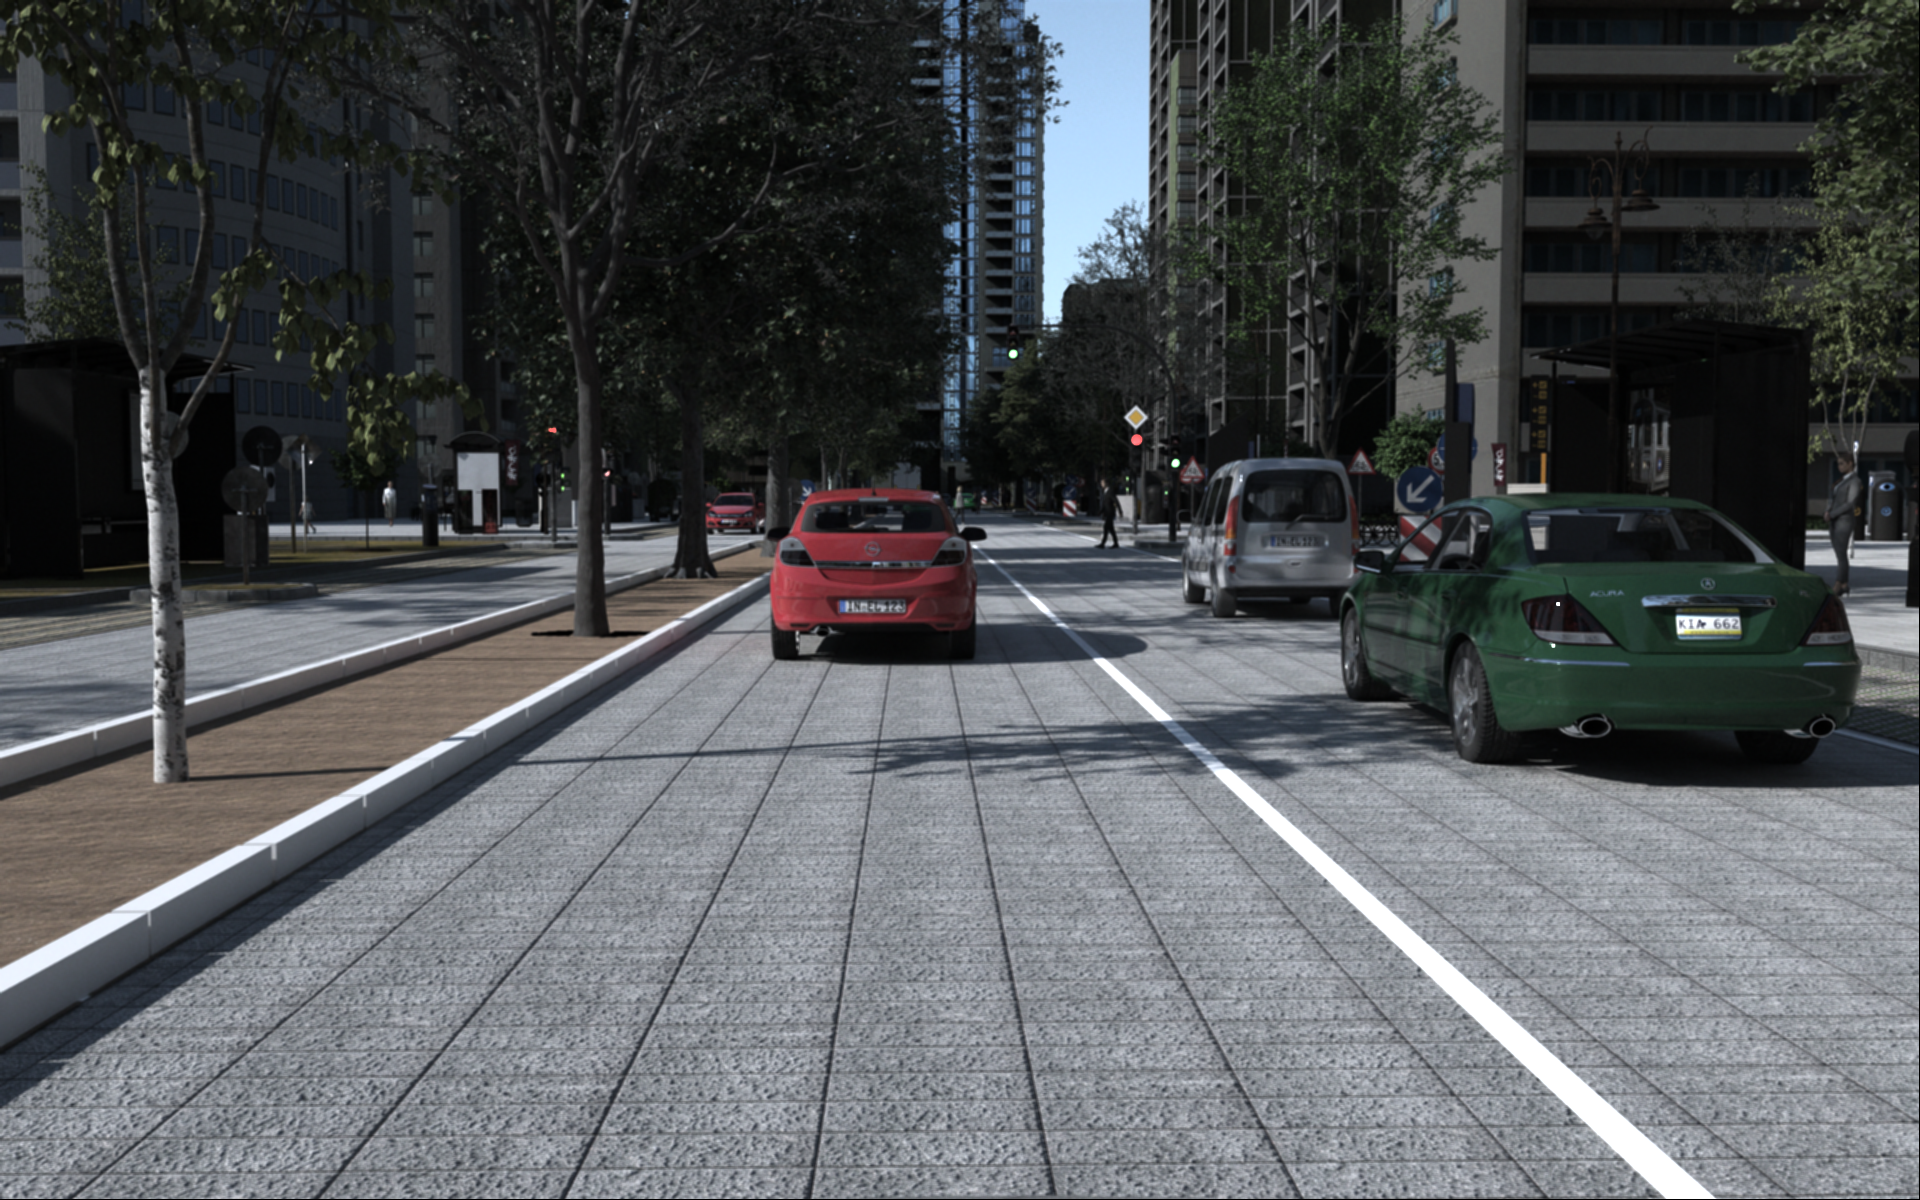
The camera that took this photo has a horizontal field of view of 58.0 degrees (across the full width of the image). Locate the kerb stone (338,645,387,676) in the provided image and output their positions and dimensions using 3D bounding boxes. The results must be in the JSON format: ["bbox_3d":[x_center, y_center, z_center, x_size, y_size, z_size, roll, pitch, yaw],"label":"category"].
[{"bbox_3d":[-4.859,0.503,13.975,0.120,0.150,1.000,0,4,-1],"label":"kerb stone"}]

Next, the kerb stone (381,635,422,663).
[{"bbox_3d":[-4.883,0.440,14.996,0.120,0.150,1.000,0,4,-1],"label":"kerb stone"}]

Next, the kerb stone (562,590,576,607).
[{"bbox_3d":[-5.062,0.002,22.165,0.120,0.150,1.000,0,4,-1],"label":"kerb stone"}]

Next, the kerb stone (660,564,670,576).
[{"bbox_3d":[-5.257,-0.499,30.367,0.120,0.150,1.000,0,4,-1],"label":"kerb stone"}]

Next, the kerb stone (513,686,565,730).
[{"bbox_3d":[-2.681,0.691,10.955,0.120,0.150,1.000,0,4,-1],"label":"kerb stone"}]

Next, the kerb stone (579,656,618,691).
[{"bbox_3d":[-2.731,0.562,13.002,0.120,0.150,1.000,0,4,-1],"label":"kerb stone"}]

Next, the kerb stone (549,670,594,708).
[{"bbox_3d":[-2.708,0.628,11.980,0.120,0.150,1.000,0,4,-1],"label":"kerb stone"}]

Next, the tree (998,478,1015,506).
[{"bbox_3d":[4.524,-14.643,189.775,4.737,8.622,4.395,0,3,0],"label":"tree"}]

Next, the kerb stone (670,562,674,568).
[{"bbox_3d":[-5.281,-0.563,31.397,0.120,0.150,1.000,0,4,-1],"label":"kerb stone"}]

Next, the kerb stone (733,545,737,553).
[{"bbox_3d":[-5.534,-1.187,41.632,0.120,0.150,1.000,0,4,-1],"label":"kerb stone"}]

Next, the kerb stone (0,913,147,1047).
[{"bbox_3d":[-2.536,1.063,4.810,0.120,0.150,1.000,0,4,-1],"label":"kerb stone"}]

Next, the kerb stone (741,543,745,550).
[{"bbox_3d":[-5.590,-1.305,43.692,0.120,0.150,1.000,0,4,-1],"label":"kerb stone"}]

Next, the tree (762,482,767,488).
[{"bbox_3d":[-15.889,-9.214,145.253,1.663,3.219,1.824,0,3,0],"label":"tree"}]

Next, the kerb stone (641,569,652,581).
[{"bbox_3d":[-5.217,-0.375,28.323,0.120,0.150,1.000,0,4,-1],"label":"kerb stone"}]

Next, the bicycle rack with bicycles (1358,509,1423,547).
[{"bbox_3d":[10.854,-1.787,42.599,2.925,0.926,2.852,0,4,5],"label":"bicycle rack with bicycles"}]

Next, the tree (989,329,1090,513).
[{"bbox_3d":[5.736,-12.303,119.277,7.486,12.596,7.792,0,3,0],"label":"tree"}]

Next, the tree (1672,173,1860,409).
[{"bbox_3d":[18.649,-5.533,40.828,4.360,8.622,3.978,0,3,0],"label":"tree"}]

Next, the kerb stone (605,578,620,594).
[{"bbox_3d":[-5.136,-0.186,25.236,0.120,0.150,1.000,0,4,-1],"label":"kerb stone"}]

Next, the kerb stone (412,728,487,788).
[{"bbox_3d":[-2.632,0.814,8.905,0.120,0.150,1.000,0,4,-1],"label":"kerb stone"}]

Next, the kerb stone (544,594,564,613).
[{"bbox_3d":[-5.031,0.065,21.143,0.120,0.150,1.000,0,4,-1],"label":"kerb stone"}]

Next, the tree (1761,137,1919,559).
[{"bbox_3d":[17.794,-5.135,34.324,4.737,8.622,4.395,0,3,0],"label":"tree"}]

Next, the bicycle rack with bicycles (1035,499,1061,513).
[{"bbox_3d":[6.607,-6.619,121.598,2.925,0.926,2.852,-1,4,-13],"label":"bicycle rack with bicycles"}]

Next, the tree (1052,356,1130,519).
[{"bbox_3d":[7.130,-8.505,89.425,4.737,8.622,4.395,0,3,0],"label":"tree"}]

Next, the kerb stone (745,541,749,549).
[{"bbox_3d":[-5.612,-1.377,44.715,0.120,0.150,1.000,0,4,-1],"label":"kerb stone"}]

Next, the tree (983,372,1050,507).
[{"bbox_3d":[5.812,-16.453,175.661,9.857,13.997,8.962,0,3,0],"label":"tree"}]

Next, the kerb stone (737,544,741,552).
[{"bbox_3d":[-5.560,-1.252,42.662,0.120,0.150,1.000,0,4,-1],"label":"kerb stone"}]

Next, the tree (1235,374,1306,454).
[{"bbox_3d":[18.625,-9.426,104.472,4.360,8.622,3.978,0,3,0],"label":"tree"}]

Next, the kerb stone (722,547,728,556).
[{"bbox_3d":[-5.485,-1.063,39.577,0.120,0.150,1.000,0,4,-1],"label":"kerb stone"}]

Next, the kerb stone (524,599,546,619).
[{"bbox_3d":[-5.009,0.127,20.121,0.120,0.150,1.000,0,4,-1],"label":"kerb stone"}]

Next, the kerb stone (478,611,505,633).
[{"bbox_3d":[-4.952,0.252,18.075,0.120,0.150,1.000,0,4,-1],"label":"kerb stone"}]

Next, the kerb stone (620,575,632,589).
[{"bbox_3d":[-5.162,-0.248,26.270,0.120,0.150,1.000,0,4,-1],"label":"kerb stone"}]

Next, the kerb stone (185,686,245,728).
[{"bbox_3d":[-4.775,0.690,10.907,0.120,0.150,1.000,0,4,-1],"label":"kerb stone"}]

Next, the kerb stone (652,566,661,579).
[{"bbox_3d":[-5.237,-0.437,29.345,0.120,0.150,1.000,0,4,-1],"label":"kerb stone"}]

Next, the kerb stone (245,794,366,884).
[{"bbox_3d":[-2.583,0.938,6.859,0.120,0.150,1.000,0,4,-1],"label":"kerb stone"}]

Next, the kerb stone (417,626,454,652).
[{"bbox_3d":[-4.902,0.377,16.025,0.120,0.150,1.000,0,4,-1],"label":"kerb stone"}]

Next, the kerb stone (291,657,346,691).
[{"bbox_3d":[-4.839,0.566,12.953,0.120,0.150,1.000,0,4,-1],"label":"kerb stone"}]

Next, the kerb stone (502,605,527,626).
[{"bbox_3d":[-4.980,0.190,19.097,0.120,0.150,1.000,0,4,-1],"label":"kerb stone"}]

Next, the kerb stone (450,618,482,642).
[{"bbox_3d":[-4.920,0.314,17.054,0.120,0.150,1.000,0,4,-1],"label":"kerb stone"}]

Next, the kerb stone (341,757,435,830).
[{"bbox_3d":[-2.604,0.875,7.883,0.120,0.150,1.000,0,4,-1],"label":"kerb stone"}]

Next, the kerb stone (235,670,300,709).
[{"bbox_3d":[-4.802,0.628,11.929,0.120,0.150,1.000,0,4,-1],"label":"kerb stone"}]

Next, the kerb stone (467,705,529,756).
[{"bbox_3d":[-2.656,0.750,9.926,0.120,0.150,1.000,0,4,-1],"label":"kerb stone"}]

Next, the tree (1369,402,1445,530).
[{"bbox_3d":[16.417,-4.788,62.005,4.285,4.588,4.351,0,3,0],"label":"tree"}]

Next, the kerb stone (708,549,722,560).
[{"bbox_3d":[-5.462,-1.000,38.556,0.120,0.150,1.000,0,4,-1],"label":"kerb stone"}]

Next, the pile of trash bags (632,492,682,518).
[{"bbox_3d":[-16.337,-5.127,93.578,3.447,1.369,1.912,0,4,4],"label":"pile of trash bags"}]

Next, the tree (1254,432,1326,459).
[{"bbox_3d":[18.644,-6.877,96.154,4.285,4.588,4.351,0,3,0],"label":"tree"}]

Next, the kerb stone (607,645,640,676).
[{"bbox_3d":[-2.755,0.500,14.032,0.120,0.150,1.000,0,4,-1],"label":"kerb stone"}]

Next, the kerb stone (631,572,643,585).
[{"bbox_3d":[-5.184,-0.312,27.292,0.120,0.150,1.000,0,4,-1],"label":"kerb stone"}]

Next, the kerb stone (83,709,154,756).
[{"bbox_3d":[-4.751,0.753,9.885,0.120,0.150,1.000,0,4,-1],"label":"kerb stone"}]

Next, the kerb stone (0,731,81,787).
[{"bbox_3d":[-4.730,0.815,8.864,0.120,0.150,1.000,0,4,-1],"label":"kerb stone"}]

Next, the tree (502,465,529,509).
[{"bbox_3d":[-26.061,-6.474,100.448,1.663,3.219,1.824,0,3,0],"label":"tree"}]

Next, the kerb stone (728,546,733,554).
[{"bbox_3d":[-5.507,-1.122,40.608,0.120,0.150,1.000,0,4,-1],"label":"kerb stone"}]

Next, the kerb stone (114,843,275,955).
[{"bbox_3d":[-2.564,1.001,5.832,0.120,0.150,1.000,0,4,-1],"label":"kerb stone"}]
